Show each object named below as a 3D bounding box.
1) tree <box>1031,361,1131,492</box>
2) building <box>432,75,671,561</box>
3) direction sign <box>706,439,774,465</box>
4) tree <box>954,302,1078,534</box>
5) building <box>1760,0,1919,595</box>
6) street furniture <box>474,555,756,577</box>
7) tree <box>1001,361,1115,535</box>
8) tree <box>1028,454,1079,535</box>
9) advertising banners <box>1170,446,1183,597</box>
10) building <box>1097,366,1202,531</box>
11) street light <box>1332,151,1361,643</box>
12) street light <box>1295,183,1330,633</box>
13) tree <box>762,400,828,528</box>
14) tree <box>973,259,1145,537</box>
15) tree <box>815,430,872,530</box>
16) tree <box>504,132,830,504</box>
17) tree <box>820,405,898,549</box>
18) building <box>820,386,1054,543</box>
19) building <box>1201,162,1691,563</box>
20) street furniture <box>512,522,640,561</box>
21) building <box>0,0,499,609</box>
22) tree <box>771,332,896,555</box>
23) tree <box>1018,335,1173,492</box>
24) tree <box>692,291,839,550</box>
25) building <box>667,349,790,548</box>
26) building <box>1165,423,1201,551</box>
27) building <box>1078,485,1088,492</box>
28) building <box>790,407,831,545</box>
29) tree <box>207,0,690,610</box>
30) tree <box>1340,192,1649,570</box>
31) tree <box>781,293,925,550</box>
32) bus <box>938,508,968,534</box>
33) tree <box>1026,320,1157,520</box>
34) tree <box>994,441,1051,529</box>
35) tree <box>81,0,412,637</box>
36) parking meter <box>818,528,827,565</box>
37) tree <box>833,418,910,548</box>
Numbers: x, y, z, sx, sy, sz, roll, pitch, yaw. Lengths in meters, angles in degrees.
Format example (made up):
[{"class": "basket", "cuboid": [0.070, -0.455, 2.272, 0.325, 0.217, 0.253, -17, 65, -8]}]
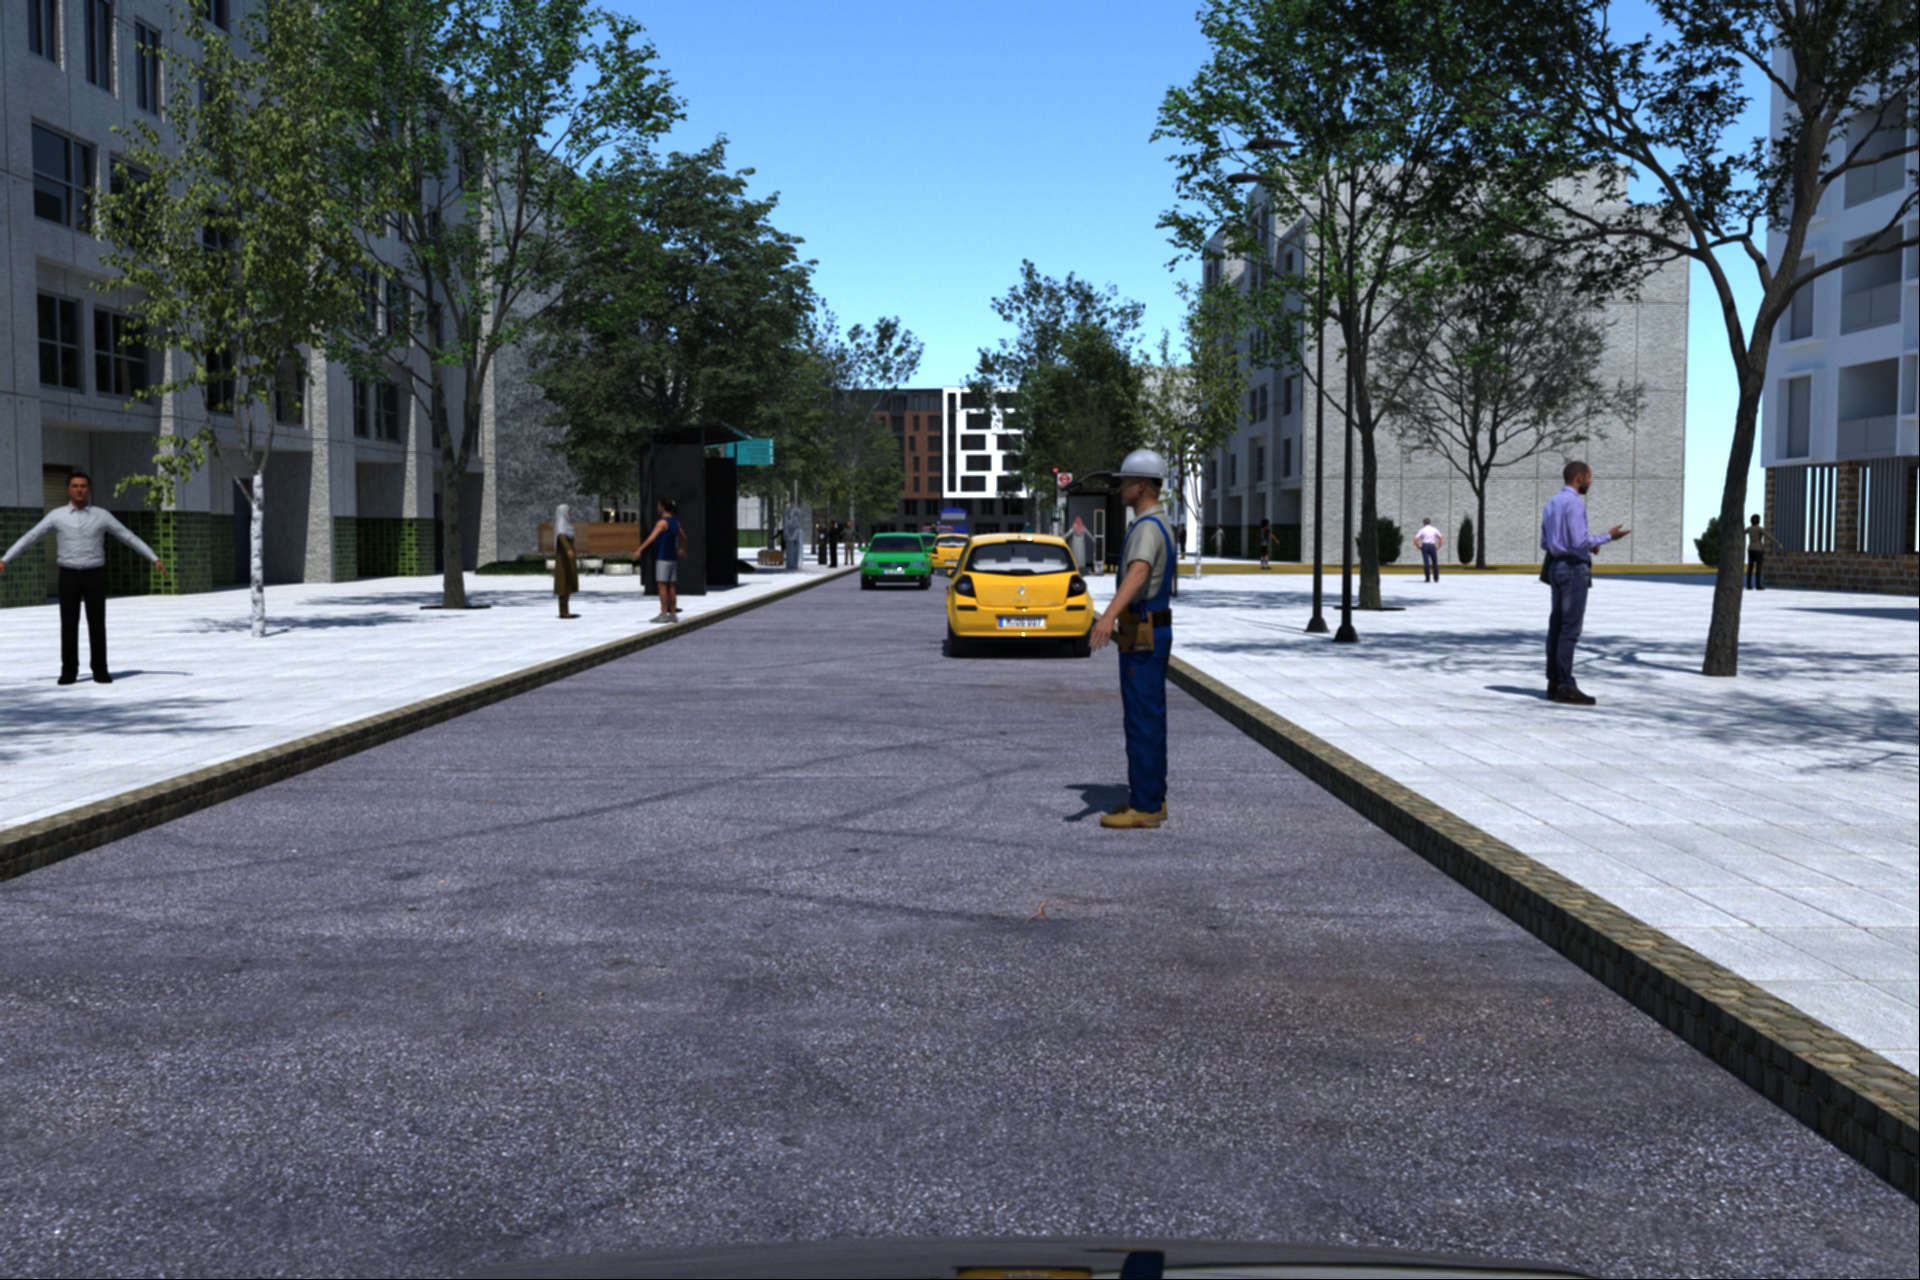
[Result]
[{"class": "tree", "cuboid": [5.604, -7.506, 73.091, 4.360, 8.622, 3.978, 0, 3, 0]}, {"class": "building", "cuboid": [-25.398, -15.643, 86.691, 19.493, 23.208, 18.063, 0, 4, 0]}, {"class": "direction sign", "cuboid": [-5.901, -3.361, 43.709, 2.525, 3.948, 1.411, 0, 3, 0]}, {"class": "tree", "cuboid": [5.890, -17.571, 143.169, 12.611, 20.169, 13.585, 0, 3, 0]}, {"class": "building", "cuboid": [25.018, -11.275, 40.767, 16.016, 20.090, 11.380, 0, 3, 0]}, {"class": "street furniture", "cuboid": [-10.594, -2.477, 56.118, 10.072, 0.657, 5.734, -3, 5, -44]}, {"class": "tree", "cuboid": [6.320, -10.910, 104.130, 9.928, 11.665, 9.643, 0, 3, 0]}, {"class": "tree", "cuboid": [6.607, -11.031, 130.716, 4.360, 8.622, 3.978, 0, 3, 0]}, {"class": "advertising banners", "cuboid": [4.400, -2.405, 35.510, 0.090, 3.025, 2.074, 0, 3, 0]}, {"class": "building", "cuboid": [24.051, -19.828, 190.640, 16.747, 18.905, 31.486, 0, 4, 0]}, {"class": "street light", "cuboid": [5.147, -2.931, 20.467, 1.470, 5.913, 1.316, 0, 4, 0]}, {"class": "street light", "cuboid": [5.204, -3.051, 22.430, 1.470, 5.913, 1.316, 0, 4, 0]}, {"class": "tree", "cuboid": [-8.679, -8.547, 90.108, 4.737, 8.622, 4.395, 0, 3, 0]}, {"class": "tree", "cuboid": [6.637, -16.067, 118.582, 12.611, 20.169, 13.585, 0, 3, 0]}, {"class": "tree", "cuboid": [-8.234, -10.192, 116.995, 4.737, 8.622, 4.395, 0, 3, 0]}, {"class": "tree", "cuboid": [-8.990, -9.036, 54.392, 9.857, 13.997, 8.962, 0, 3, 0]}, {"class": "tree", "cuboid": [-9.169, -14.290, 151.776, 7.486, 12.596, 7.792, 0, 3, 0]}, {"class": "building", "cuboid": [-3.008, -24.804, 251.981, 32.646, 21.610, 27.936, 0, 4, 6]}, {"class": "building", "cuboid": [23.332, -13.747, 91.217, 16.747, 18.905, 31.486, 0, 4, 0]}, {"class": "street furniture", "cuboid": [-14.000, -3.691, 67.195, 9.812, 1.723, 11.010, -3, 4, -37]}, {"class": "building", "cuboid": [-24.694, -10.902, 44.701, 16.747, 18.905, 31.486, 0, 4, 0]}, {"class": "tree", "cuboid": [-8.962, -11.967, 106.035, 12.009, 13.543, 11.850, 0, 3, 0]}, {"class": "tree", "cuboid": [6.334, -9.040, 82.209, 8.767, 10.594, 7.601, 2, 4, 32]}, {"class": "tree", "cuboid": [-9.254, -9.962, 81.011, 7.486, 12.596, 7.792, 0, 3, 0]}, {"class": "building", "cuboid": [-27.639, -19.231, 180.891, 16.747, 18.905, 31.486, 0, 4, 0]}, {"class": "building", "cuboid": [21.695, -11.583, 131.534, 9.099, 9.664, 28.070, 0, 4, 0]}, {"class": "building", "cuboid": [23.464, -21.898, 224.494, 16.747, 18.905, 31.486, 0, 4, 0]}, {"class": "building", "cuboid": [-26.175, -23.332, 212.414, 19.493, 23.208, 18.063, 0, 4, 0]}, {"class": "tree", "cuboid": [-8.614, -6.348, 29.545, 9.928, 11.665, 9.643, 0, 3, 0]}, {"class": "tree", "cuboid": [18.755, -9.285, 62.173, 12.009, 13.543, 11.850, 0, 3, 0]}, {"class": "tree", "cuboid": [-10.041, -17.230, 137.606, 12.611, 20.169, 13.585, 0, 3, 0]}, {"class": "bus", "cuboid": [-0.643, -10.382, 161.292, 2.896, 3.916, 12.251, 0, 4, -1]}, {"class": "tree", "cuboid": [6.958, -10.673, 92.631, 7.486, 12.596, 7.792, 0, 3, 0]}, {"class": "tree", "cuboid": [6.634, -13.687, 158.197, 7.601, 10.594, 8.767, -3, 4, -38]}, {"class": "tree", "cuboid": [-8.839, -4.353, 21.539, 4.737, 8.622, 4.395, 0, 3, 0]}, {"class": "parking meter", "cuboid": [-5.745, -3.914, 72.405, 0.372, 1.533, 0.369, 0, 3, 0]}, {"class": "tree", "cuboid": [-8.335, -14.870, 161.252, 7.486, 12.596, 7.792, 0, 3, 0]}]
